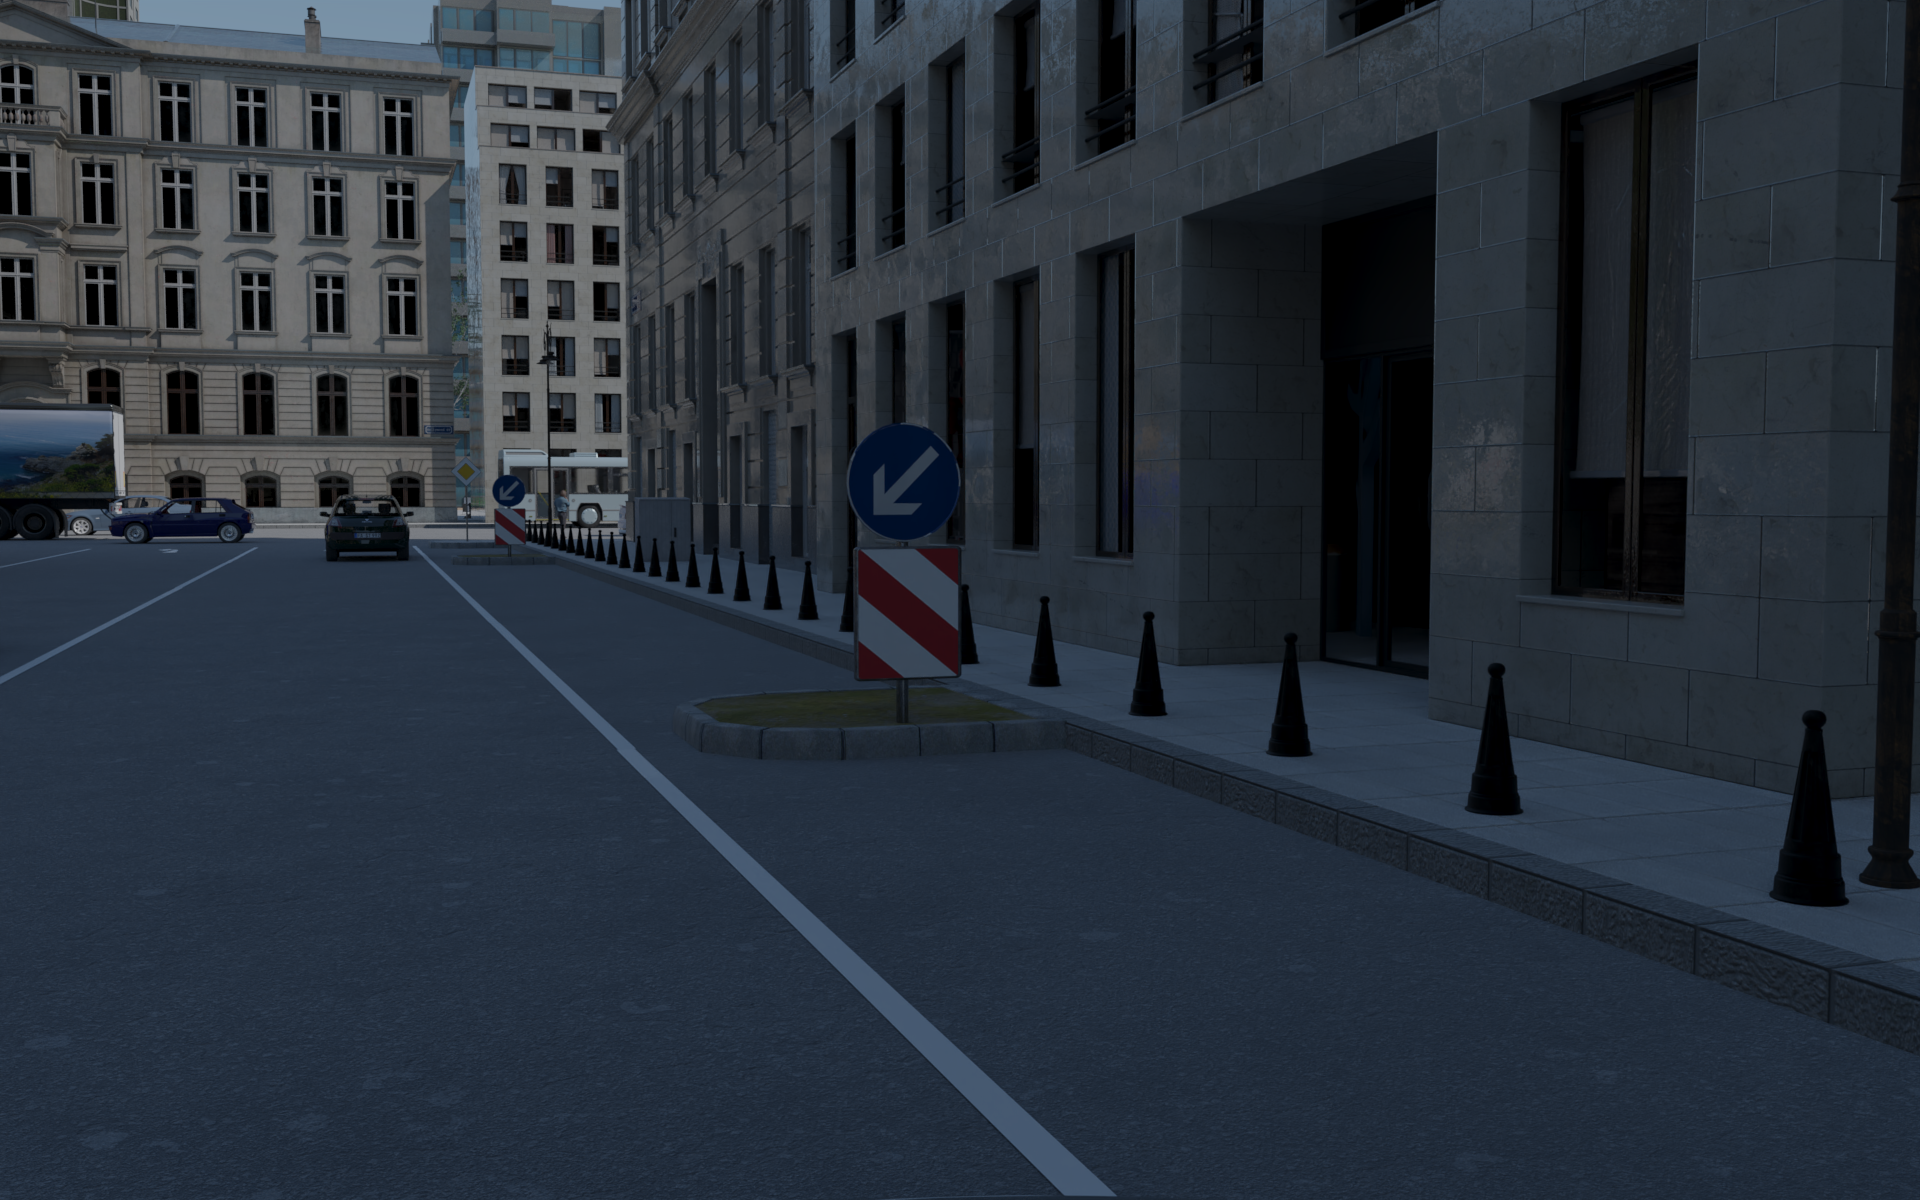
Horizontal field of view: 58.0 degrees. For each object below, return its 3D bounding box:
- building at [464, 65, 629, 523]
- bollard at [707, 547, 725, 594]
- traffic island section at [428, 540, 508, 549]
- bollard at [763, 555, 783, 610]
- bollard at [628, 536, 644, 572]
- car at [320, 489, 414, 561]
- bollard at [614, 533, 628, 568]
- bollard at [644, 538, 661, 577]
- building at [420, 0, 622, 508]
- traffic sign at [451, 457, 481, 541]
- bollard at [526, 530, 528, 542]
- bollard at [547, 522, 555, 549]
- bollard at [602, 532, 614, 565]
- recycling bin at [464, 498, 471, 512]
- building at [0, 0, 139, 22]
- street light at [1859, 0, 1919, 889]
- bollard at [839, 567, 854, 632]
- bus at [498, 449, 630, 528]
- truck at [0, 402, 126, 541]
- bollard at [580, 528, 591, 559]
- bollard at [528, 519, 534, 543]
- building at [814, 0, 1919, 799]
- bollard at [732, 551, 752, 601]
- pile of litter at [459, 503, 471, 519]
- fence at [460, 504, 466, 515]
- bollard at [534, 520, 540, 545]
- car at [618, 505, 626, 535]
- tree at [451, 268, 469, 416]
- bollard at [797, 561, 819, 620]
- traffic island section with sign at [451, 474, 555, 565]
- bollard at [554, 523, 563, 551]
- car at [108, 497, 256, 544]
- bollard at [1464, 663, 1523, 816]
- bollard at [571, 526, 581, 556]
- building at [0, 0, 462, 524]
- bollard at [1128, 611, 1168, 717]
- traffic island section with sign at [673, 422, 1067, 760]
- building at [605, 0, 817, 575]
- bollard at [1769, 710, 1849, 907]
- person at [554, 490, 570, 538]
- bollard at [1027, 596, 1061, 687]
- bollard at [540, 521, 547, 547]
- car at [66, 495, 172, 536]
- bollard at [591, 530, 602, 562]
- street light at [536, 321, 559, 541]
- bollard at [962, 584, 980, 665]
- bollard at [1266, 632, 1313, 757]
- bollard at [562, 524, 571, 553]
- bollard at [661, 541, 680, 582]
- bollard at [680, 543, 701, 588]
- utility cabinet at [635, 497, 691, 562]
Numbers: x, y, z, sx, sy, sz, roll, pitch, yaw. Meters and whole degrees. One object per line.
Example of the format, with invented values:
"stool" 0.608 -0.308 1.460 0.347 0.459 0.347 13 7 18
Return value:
"building" -14.667 -13.983 83.370 16.860 20.320 10.420 -1 4 -19
"bollard" -3.149 -0.383 22.307 0.229 0.601 0.229 0 3 0
"traffic island section" -13.328 -1.508 46.934 2.009 0.180 2.903 -1 4 -19
"bollard" -2.080 -0.195 19.231 0.229 0.601 0.229 0 3 0
"bollard" -5.271 -0.758 28.439 0.229 0.601 0.229 0 3 0
"car" -13.136 -1.749 38.384 2.009 1.686 4.222 -1 4 -19
"bollard" -5.803 -0.852 29.966 0.229 0.601 0.229 0 3 0
"bollard" -4.739 -0.664 26.905 0.229 0.601 0.229 0 3 0
"building" -41.981 -33.808 172.373 23.786 49.044 30.456 -1 4 -19
"traffic sign" -13.348 -2.643 46.849 0.795 2.450 0.064 -1 4 -19
"bollard" -11.620 -1.879 46.762 0.229 0.601 0.229 0 3 0
"bollard" -9.504 -1.505 40.647 0.229 0.601 0.229 0 3 0
"bollard" -6.328 -0.945 31.493 0.229 0.601 0.229 0 3 0
"recycling bin" -34.912 -6.799 123.722 0.722 1.027 0.722 2 4 24
"building" -116.390 -47.879 221.080 20.611 71.187 20.563 -1 4 -19
"street light" 3.064 -2.003 5.530 0.468 5.910 1.993 -1 4 -19
"bollard" -1.022 -0.008 16.173 0.229 0.601 0.229 0 3 0
"bus" -12.922 -4.868 74.446 13.247 3.499 2.948 -1 4 -20
"truck" -32.026 -3.938 53.306 11.283 4.237 2.839 -1 4 -19
"bollard" -7.387 -1.132 34.545 0.229 0.601 0.229 0 3 0
"bollard" -11.093 -1.786 45.236 0.229 0.601 0.229 0 3 0
"building" 5.748 -9.876 16.229 10.420 20.320 16.860 -1 4 -19
"bollard" -2.617 -0.290 20.777 0.229 0.601 0.229 0 3 0
"pile of litter" -25.447 -4.702 90.849 1.719 0.858 1.176 2 4 33
"fence" -31.184 -5.726 108.987 0.278 0.683 2.069 -1 4 -10
"bollard" -10.564 -1.692 43.710 0.229 0.601 0.229 0 3 0
"car" -7.733 -2.396 51.536 4.827 1.381 2.083 -1 4 -19
"tree" -41.866 -17.477 141.632 12.611 20.169 13.585 0 3 0
"bollard" -1.552 -0.102 17.705 0.229 0.601 0.229 0 3 0
"traffic island section with sign" -9.481 -1.661 35.792 1.989 1.847 2.006 -1 4 -19
"bollard" -8.972 -1.412 39.122 0.229 0.601 0.229 0 3 0
"car" -22.788 -2.340 50.843 3.894 1.354 1.945 -1 4 -18
"bollard" 2.162 0.553 6.997 0.229 0.601 0.229 0 3 0
"bollard" -7.917 -1.225 36.070 0.229 0.601 0.229 0 3 0
"building" -40.084 -15.702 75.819 34.723 24.649 14.460 -1 4 -19
"bollard" 1.095 0.365 10.070 0.229 0.601 0.229 0 3 0
"traffic island section with sign" -0.653 -0.103 10.317 1.989 1.847 2.006 -1 4 -19
"building" 0.190 -14.649 36.769 12.463 27.353 25.104 -1 4 -19
"bollard" 2.690 0.646 5.471 0.229 0.601 0.229 0 3 0
"person" -12.823 -2.759 55.828 0.429 1.552 0.499 -3 4 -36
"bollard" 0.566 0.272 11.596 0.229 0.601 0.229 0 3 0
"bollard" -10.037 -1.599 42.178 0.229 0.601 0.229 0 3 0
"car" -29.070 -2.985 60.805 4.499 1.417 2.014 -1 4 -18
"bollard" -6.859 -1.038 33.018 0.229 0.601 0.229 0 3 0
"street light" -11.022 -4.504 46.422 0.468 5.910 1.993 -1 4 -19
"bollard" 0.036 0.179 13.121 0.229 0.601 0.229 0 3 0
"bollard" 1.626 0.459 8.534 0.229 0.601 0.229 0 3 0
"bollard" -8.449 -1.318 37.595 0.229 0.601 0.229 0 3 0
"bollard" -4.212 -0.571 25.378 0.229 0.601 0.229 0 3 0
"bollard" -3.679 -0.477 23.848 0.229 0.601 0.229 0 3 0
"utility cabinet" -5.642 -1.331 32.921 1.020 1.237 0.306 -2 4 -29
